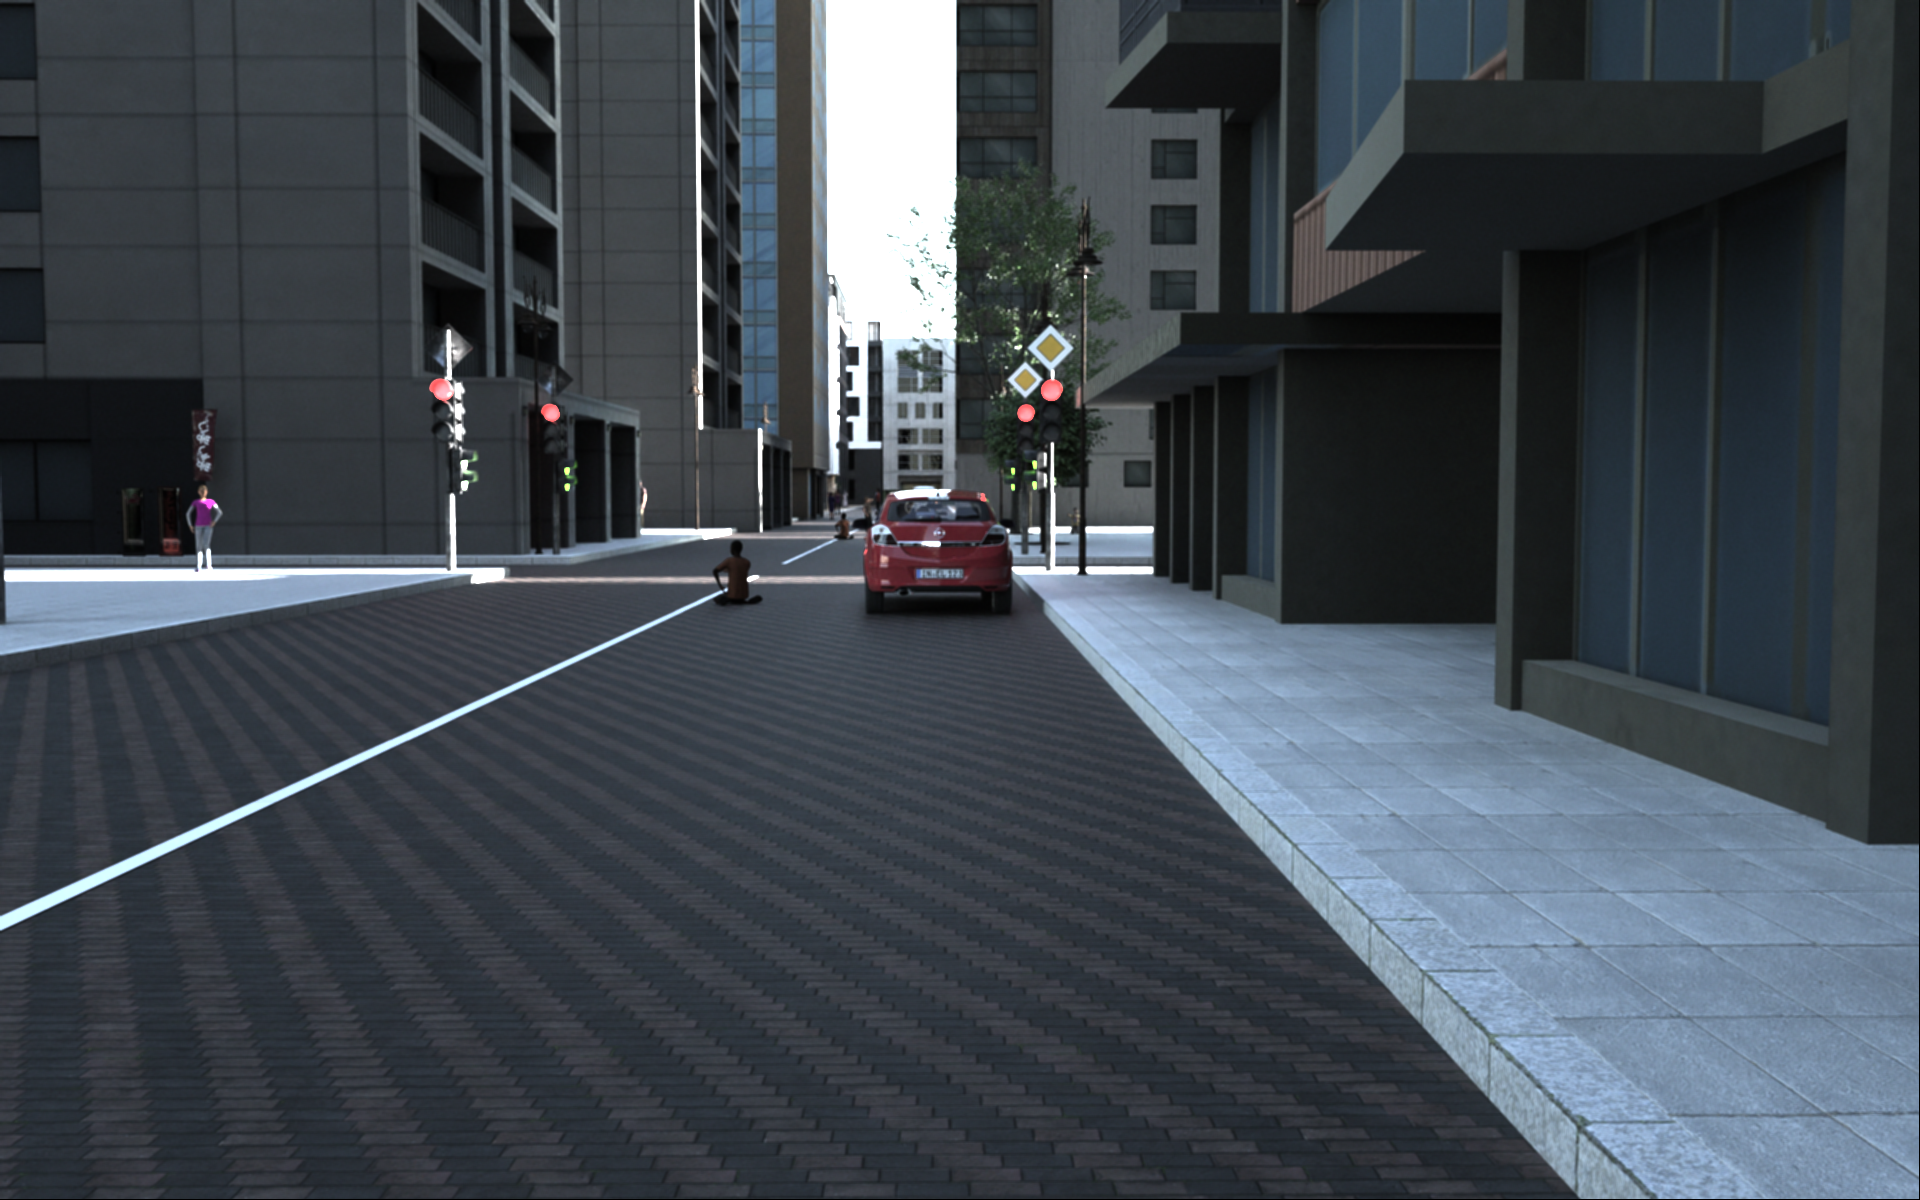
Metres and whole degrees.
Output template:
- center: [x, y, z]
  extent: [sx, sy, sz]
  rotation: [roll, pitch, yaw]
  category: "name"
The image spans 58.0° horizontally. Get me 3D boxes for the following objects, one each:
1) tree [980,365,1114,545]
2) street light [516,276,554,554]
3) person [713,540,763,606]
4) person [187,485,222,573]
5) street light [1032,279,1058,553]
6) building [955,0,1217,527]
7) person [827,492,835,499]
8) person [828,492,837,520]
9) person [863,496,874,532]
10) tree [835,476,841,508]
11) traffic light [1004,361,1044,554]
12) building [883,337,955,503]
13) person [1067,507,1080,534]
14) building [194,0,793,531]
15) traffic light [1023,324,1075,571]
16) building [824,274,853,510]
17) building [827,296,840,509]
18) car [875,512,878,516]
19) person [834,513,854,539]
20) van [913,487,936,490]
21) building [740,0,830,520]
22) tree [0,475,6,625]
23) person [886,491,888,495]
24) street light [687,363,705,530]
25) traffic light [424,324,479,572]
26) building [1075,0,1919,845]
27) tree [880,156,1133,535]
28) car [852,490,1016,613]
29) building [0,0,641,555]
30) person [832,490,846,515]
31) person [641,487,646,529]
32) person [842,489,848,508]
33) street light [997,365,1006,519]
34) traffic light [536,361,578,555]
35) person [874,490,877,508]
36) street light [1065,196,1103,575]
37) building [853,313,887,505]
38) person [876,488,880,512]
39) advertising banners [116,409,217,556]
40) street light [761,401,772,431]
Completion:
- center: [2.191, -3.702, 44.238]
  extent: [4.285, 4.588, 4.351]
  rotation: [0, 3, 0]
  category: "tree"
- center: [-8.996, -3.917, 36.824]
  extent: [0.468, 5.910, 1.993]
  rotation: [0, 4, -1]
  category: "street light"
- center: [-2.998, -0.355, 22.587]
  extent: [0.859, 0.850, 0.655]
  rotation: [-3, 4, -36]
  category: "person"
- center: [-12.318, -1.158, 28.215]
  extent: [0.726, 1.434, 0.776]
  rotation: [-1, 4, -21]
  category: "person"
- center: [1.823, -3.956, 37.467]
  extent: [0.468, 5.910, 1.993]
  rotation: [0, 4, -1]
  category: "street light"
- center: [6.795, -18.487, 73.968]
  extent: [14.160, 30.474, 14.107]
  rotation: [0, 4, -1]
  category: "building"
- center: [-10.158, -7.778, 136.449]
  extent: [0.697, 1.427, 0.421]
  rotation: [-3, 4, -37]
  category: "person"
- center: [-7.124, -5.238, 96.518]
  extent: [0.453, 1.535, 0.546]
  rotation: [0, 4, 3]
  category: "person"
- center: [-3.381, -3.191, 64.590]
  extent: [0.340, 1.345, 0.435]
  rotation: [2, 4, 27]
  category: "person"
- center: [-11.785, -10.071, 159.265]
  extent: [1.663, 3.219, 1.824]
  rotation: [0, 3, 0]
  category: "tree"
- center: [1.363, -2.925, 36.744]
  extent: [0.839, 4.253, 0.868]
  rotation: [0, 4, -1]
  category: "traffic light"
- center: [6.929, -20.631, 203.781]
  extent: [31.486, 18.905, 16.747]
  rotation: [0, 4, -1]
  category: "building"
- center: [3.665, -2.534, 55.399]
  extent: [0.347, 0.859, 0.695]
  rotation: [1, 4, 17]
  category: "person"
- center: [-17.868, -38.820, 72.957]
  extent: [20.563, 71.187, 20.611]
  rotation: [0, 4, -1]
  category: "building"
- center: [1.478, -2.437, 28.760]
  extent: [0.839, 4.253, 0.868]
  rotation: [0, 4, -1]
  category: "traffic light"
- center: [-28.046, -20.207, 174.362]
  extent: [32.646, 21.610, 27.936]
  rotation: [0, 4, -1]
  category: "building"
- center: [-18.495, -17.968, 150.199]
  extent: [16.016, 20.091, 11.380]
  rotation: [0, 4, -1]
  category: "building"
- center: [-1.324, -2.067, 46.378]
  extent: [1.945, 1.354, 3.894]
  rotation: [0, 4, 0]
  category: "car"
- center: [-3.791, -2.347, 55.166]
  extent: [0.859, 0.850, 0.655]
  rotation: [-3, 5, -40]
  category: "person"
- center: [-1.997, -5.585, 98.322]
  extent: [2.013, 2.044, 4.112]
  rotation: [0, 4, 0]
  category: "van"
- center: [-14.896, -27.464, 99.149]
  extent: [14.600, 45.320, 14.200]
  rotation: [0, 4, -1]
  category: "building"
- center: [-10.578, -9.887, 17.538]
  extent: [12.611, 20.169, 13.585]
  rotation: [0, 3, 0]
  category: "tree"
- center: [-7.513, -10.539, 181.488]
  extent: [0.721, 1.739, 1.217]
  rotation: [0, 4, -6]
  category: "person"
- center: [-9.345, -5.420, 61.409]
  extent: [0.468, 5.910, 1.993]
  rotation: [0, 4, -1]
  category: "street light"
- center: [-8.422, -2.427, 28.603]
  extent: [0.839, 4.253, 0.868]
  rotation: [0, 4, -1]
  category: "traffic light"
- center: [12.819, -21.944, 13.413]
  extent: [22.147, 44.769, 28.867]
  rotation: [0, 4, -1]
  category: "building"
- center: [1.630, -7.895, 54.837]
  extent: [9.928, 11.665, 9.643]
  rotation: [0, 3, 0]
  category: "tree"
- center: [-0.322, -0.812, 22.316]
  extent: [2.155, 1.783, 4.494]
  rotation: [0, 4, -2]
  category: "car"
- center: [-19.561, -37.072, 44.372]
  extent: [20.563, 71.187, 20.611]
  rotation: [0, 4, -1]
  category: "building"
- center: [-8.303, -6.612, 117.287]
  extent: [1.217, 1.739, 0.721]
  rotation: [0, 4, -1]
  category: "person"
- center: [-11.764, -3.491, 63.247]
  extent: [0.598, 1.807, 0.434]
  rotation: [3, 5, 40]
  category: "person"
- center: [-10.890, -9.650, 164.490]
  extent: [0.621, 1.740, 0.551]
  rotation: [-2, 4, -23]
  category: "person"
- center: [1.474, -5.442, 61.769]
  extent: [0.468, 5.910, 1.993]
  rotation: [0, 4, -1]
  category: "street light"
- center: [-8.537, -2.915, 36.587]
  extent: [0.839, 4.253, 0.868]
  rotation: [0, 4, -1]
  category: "traffic light"
- center: [-8.691, -10.447, 179.179]
  extent: [0.599, 1.838, 0.709]
  rotation: [2, 4, 24]
  category: "person"
- center: [1.940, -3.334, 27.293]
  extent: [0.468, 5.910, 1.993]
  rotation: [0, 4, -1]
  category: "street light"
- center: [-25.368, -22.349, 209.380]
  extent: [32.646, 21.610, 27.936]
  rotation: [0, 4, -1]
  category: "building"
- center: [-5.765, -6.906, 121.357]
  extent: [0.705, 1.831, 1.348]
  rotation: [0, 4, 0]
  category: "person"
- center: [-16.265, -2.409, 35.569]
  extent: [2.074, 3.025, 0.090]
  rotation: [0, 4, -2]
  category: "advertising banners"
- center: [-9.651, -6.930, 86.089]
  extent: [0.468, 5.910, 1.993]
  rotation: [0, 4, -1]
  category: "street light"
